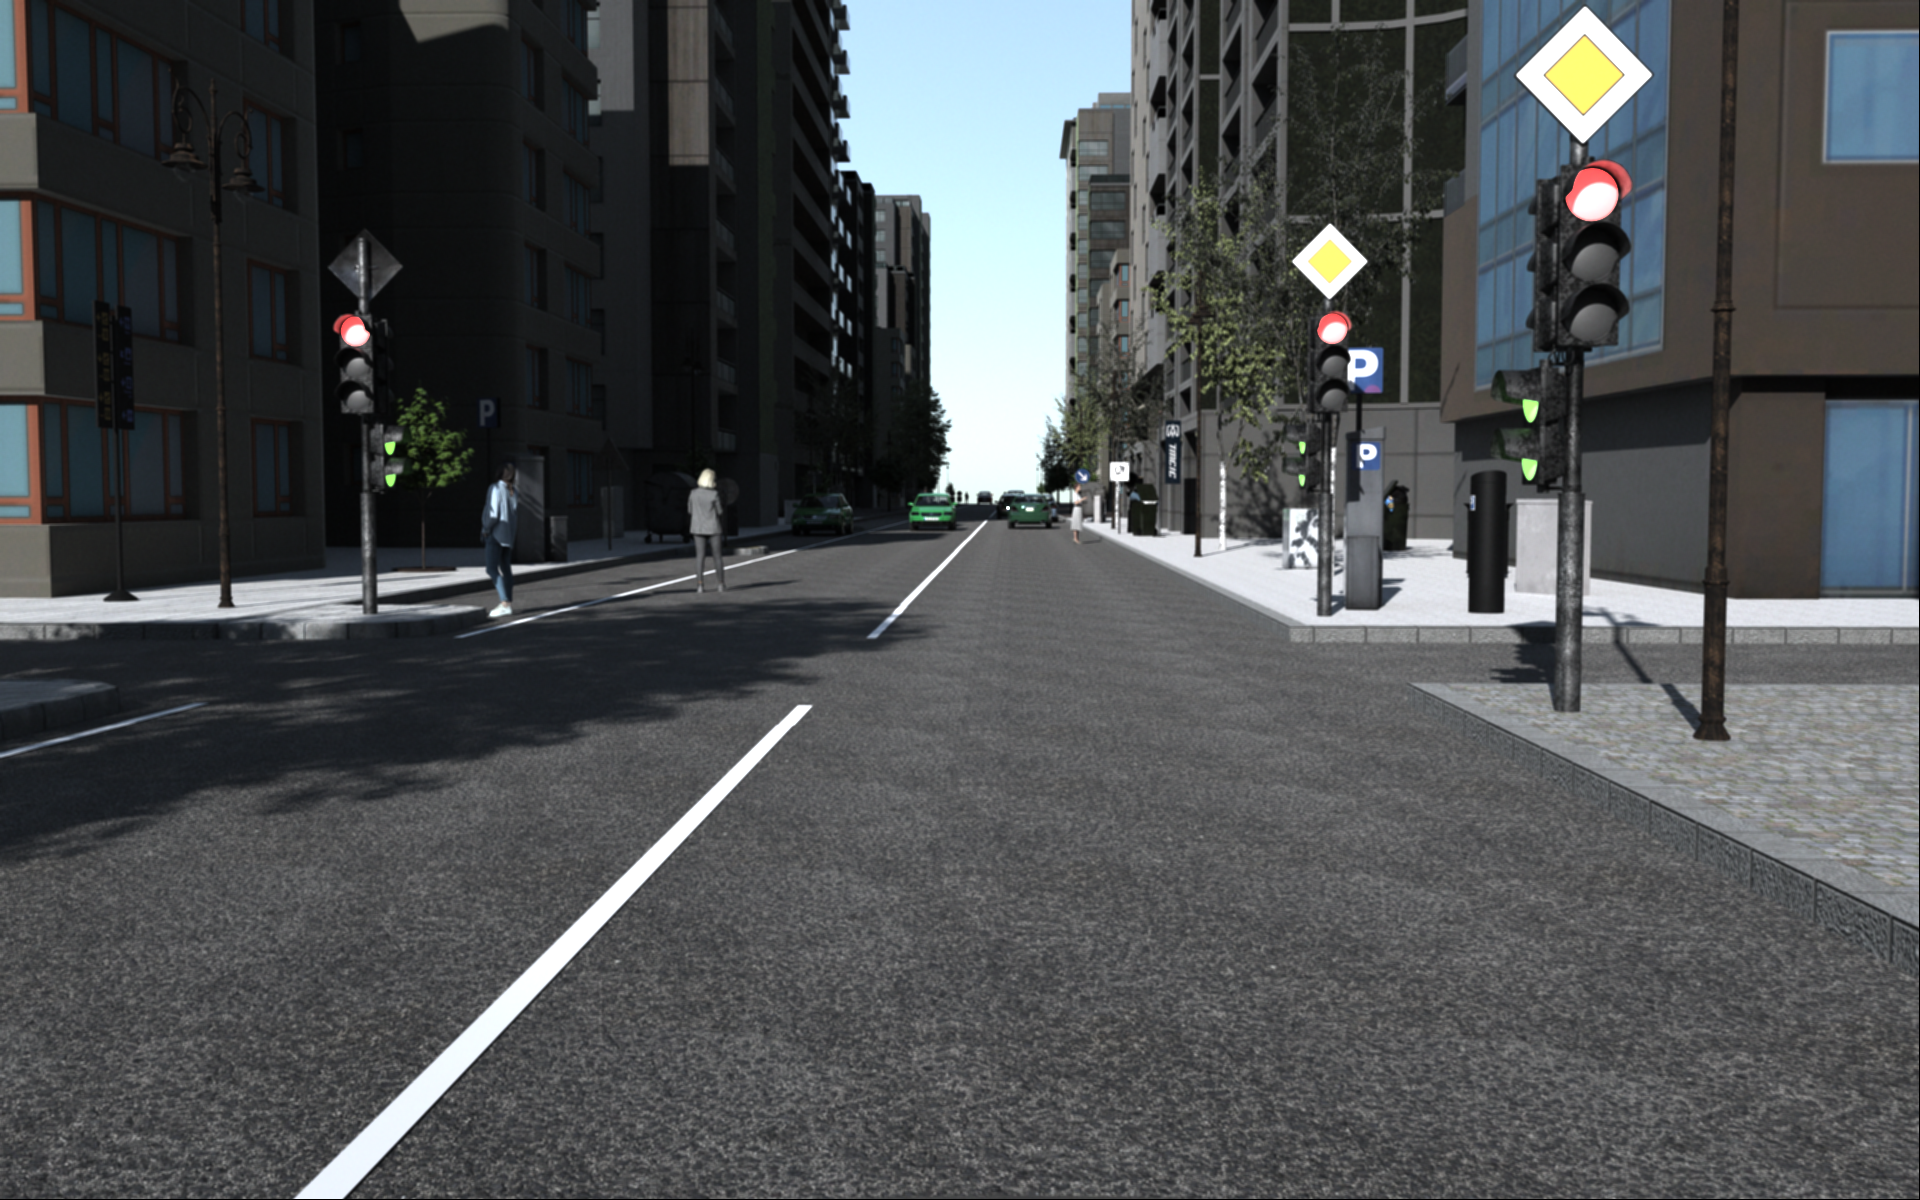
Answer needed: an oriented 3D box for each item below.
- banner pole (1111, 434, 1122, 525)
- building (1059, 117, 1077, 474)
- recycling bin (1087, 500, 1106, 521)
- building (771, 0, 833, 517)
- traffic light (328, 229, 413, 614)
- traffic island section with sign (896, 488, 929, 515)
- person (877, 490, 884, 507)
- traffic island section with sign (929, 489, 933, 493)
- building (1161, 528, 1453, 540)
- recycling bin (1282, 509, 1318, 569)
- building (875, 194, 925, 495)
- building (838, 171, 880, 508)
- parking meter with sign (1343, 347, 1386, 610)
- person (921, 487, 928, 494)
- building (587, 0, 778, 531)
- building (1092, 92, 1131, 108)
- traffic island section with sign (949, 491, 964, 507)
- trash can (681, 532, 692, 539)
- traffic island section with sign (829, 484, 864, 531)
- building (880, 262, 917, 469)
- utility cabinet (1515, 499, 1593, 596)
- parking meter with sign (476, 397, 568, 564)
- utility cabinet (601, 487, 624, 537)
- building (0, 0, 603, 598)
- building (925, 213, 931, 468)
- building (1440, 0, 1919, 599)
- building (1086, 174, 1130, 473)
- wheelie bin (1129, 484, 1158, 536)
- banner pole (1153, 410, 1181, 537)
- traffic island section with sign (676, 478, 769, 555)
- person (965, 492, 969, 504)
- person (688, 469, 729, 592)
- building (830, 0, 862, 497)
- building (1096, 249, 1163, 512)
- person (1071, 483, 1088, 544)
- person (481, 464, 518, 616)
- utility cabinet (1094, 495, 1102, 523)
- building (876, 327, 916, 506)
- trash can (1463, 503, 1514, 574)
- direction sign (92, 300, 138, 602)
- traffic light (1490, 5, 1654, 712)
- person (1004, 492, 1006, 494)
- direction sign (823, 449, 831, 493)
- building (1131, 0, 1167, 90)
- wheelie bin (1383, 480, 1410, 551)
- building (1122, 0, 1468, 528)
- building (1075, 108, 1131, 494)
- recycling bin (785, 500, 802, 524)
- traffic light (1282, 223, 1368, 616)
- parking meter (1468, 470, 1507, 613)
[{"bbox_3d":[6.559,-4.999,71.750,0.401,3.779,0.863,2,4,30],"label":"banner pole"},{"bbox_3d":[28.281,-39.664,237.739,28.713,52.752,27.495,0,4,2],"label":"building"},{"bbox_3d":[6.509,-4.286,82.636,0.722,1.027,0.722,-1,4,-15],"label":"recycling bin"},{"bbox_3d":[-19.535,-29.434,104.948,21.300,48.544,21.600,0,4,2],"label":"building"},{"bbox_3d":[-6.291,-1.803,18.406,0.839,4.253,0.868,0,4,2],"label":"traffic light"},{"bbox_3d":[-3.321,-6.696,118.108,1.989,1.847,2.006,0,4,2],"label":"traffic island section with sign"},{"bbox_3d":[-8.250,-10.117,173.548,1.348,1.869,0.705,-1,4,-23],"label":"person"},{"bbox_3d":[-2.492,-8.344,145.050,1.989,1.847,2.006,0,4,2],"label":"traffic island section with sign"},{"bbox_3d":[17.268,-37.558,52.323,20.563,71.187,20.611,0,4,2],"label":"building"},{"bbox_3d":[6.007,-1.068,30.013,0.722,1.027,0.722,0,4,0],"label":"recycling bin"},{"bbox_3d":[-12.421,-33.437,230.285,14.154,41.232,14.086,0,4,2],"label":"building"},{"bbox_3d":[-14.973,-23.407,154.408,14.160,30.474,14.107,0,4,2],"label":"building"},{"bbox_3d":[4.614,-1.445,19.884,0.543,3.016,1.738,1,4,10],"label":"parking meter with sign"},{"bbox_3d":[-1.685,-4.528,82.874,0.623,1.781,0.721,-2,4,-27],"label":"person"},{"bbox_3d":[-14.777,-23.273,64.109,14.154,41.232,14.086,0,4,2],"label":"building"},{"bbox_3d":[25.490,-36.047,208.980,23.786,49.044,30.456,0,4,2],"label":"building"},{"bbox_3d":[-0.816,-11.739,200.562,1.989,1.847,2.006,0,4,2],"label":"traffic island section with sign"},{"bbox_3d":[-7.768,-2.350,50.078,0.748,1.137,0.748,0,3,0],"label":"trash can"},{"bbox_3d":[-4.825,-3.655,68.380,1.989,1.847,2.006,0,4,2],"label":"traffic island section with sign"},{"bbox_3d":[-12.775,-27.198,216.394,14.160,30.474,14.107,0,4,2],"label":"building"},{"bbox_3d":[7.598,-0.674,22.182,0.306,1.237,1.020,-2,4,-26],"label":"utility cabinet"},{"bbox_3d":[-8.062,-2.190,32.074,0.543,3.016,1.738,2,4,34],"label":"parking meter with sign"},{"bbox_3d":[-10.243,-2.587,50.972,0.318,1.500,1.173,-2,4,-30],"label":"utility cabinet"},{"bbox_3d":[-24.597,-11.652,35.557,27.650,21.520,28.899,0,4,2],"label":"building"},{"bbox_3d":[-11.468,-34.324,244.790,14.154,41.232,14.086,0,4,2],"label":"building"},{"bbox_3d":[16.374,-22.996,26.103,14.200,45.320,14.600,0,4,2],"label":"building"},{"bbox_3d":[18.592,-23.682,158.898,14.160,30.474,14.107,0,4,2],"label":"building"},{"bbox_3d":[5.637,-2.775,53.276,0.980,1.594,0.693,-2,4,-27],"label":"wheelie bin"},{"bbox_3d":[6.205,-3.780,51.818,0.863,3.779,0.401,0,4,-2],"label":"banner pole"},{"bbox_3d":[-5.630,-2.007,41.436,1.989,1.847,2.006,0,4,2],"label":"traffic island section with sign"},{"bbox_3d":[0.965,-14.064,238.983,0.617,1.759,0.750,-1,4,-16],"label":"person"},{"bbox_3d":[-3.722,-1.027,25.467,0.537,1.800,0.526,1,4,22],"label":"person"},{"bbox_3d":[-20.127,-31.323,131.747,23.786,49.044,30.456,0,4,2],"label":"building"},{"bbox_3d":[25.287,-17.817,136.339,27.650,21.520,28.899,0,4,2],"label":"building"},{"bbox_3d":[3.467,-2.503,49.987,0.524,1.755,0.480,1,4,17],"label":"person"},{"bbox_3d":[-5.431,-0.720,20.539,0.793,1.790,0.793,-1,4,-16],"label":"person"},{"bbox_3d":[6.116,-4.014,76.792,0.306,1.237,1.020,1,4,10],"label":"utility cabinet"},{"bbox_3d":[-19.614,-21.415,195.181,27.650,21.520,28.899,0,4,2],"label":"building"},{"bbox_3d":[8.095,-0.912,26.560,0.748,1.137,0.748,0,3,0],"label":"trash can"},{"bbox_3d":[-10.097,-1.757,20.730,0.379,3.537,0.876,0,4,1],"label":"direction sign"},{"bbox_3d":[3.574,-1.297,10.135,0.839,4.253,0.868,0,4,2],"label":"traffic light"},{"bbox_3d":[5.752,-13.013,221.925,0.551,1.740,0.621,-2,4,-26],"label":"person"},{"bbox_3d":[-6.728,-5.847,87.593,0.379,3.537,0.876,1,4,18],"label":"direction sign"},{"bbox_3d":[24.869,-31.682,107.241,28.713,52.752,27.495,0,4,2],"label":"building"},{"bbox_3d":[9.843,-1.921,39.317,0.693,1.594,0.980,0,4,4],"label":"wheelie bin"},{"bbox_3d":[18.683,-39.325,81.209,20.563,71.187,20.611,0,4,2],"label":"building"},{"bbox_3d":[19.432,-30.771,186.702,14.154,41.232,14.086,0,4,2],"label":"building"},{"bbox_3d":[-6.993,-3.747,73.824,0.722,1.027,0.722,2,4,32],"label":"recycling bin"},{"bbox_3d":[3.816,-1.786,18.116,0.839,4.253,0.868,0,4,2],"label":"traffic light"},{"bbox_3d":[5.705,-0.631,18.734,0.372,1.533,0.369,0,3,0],"label":"parking meter"}]
